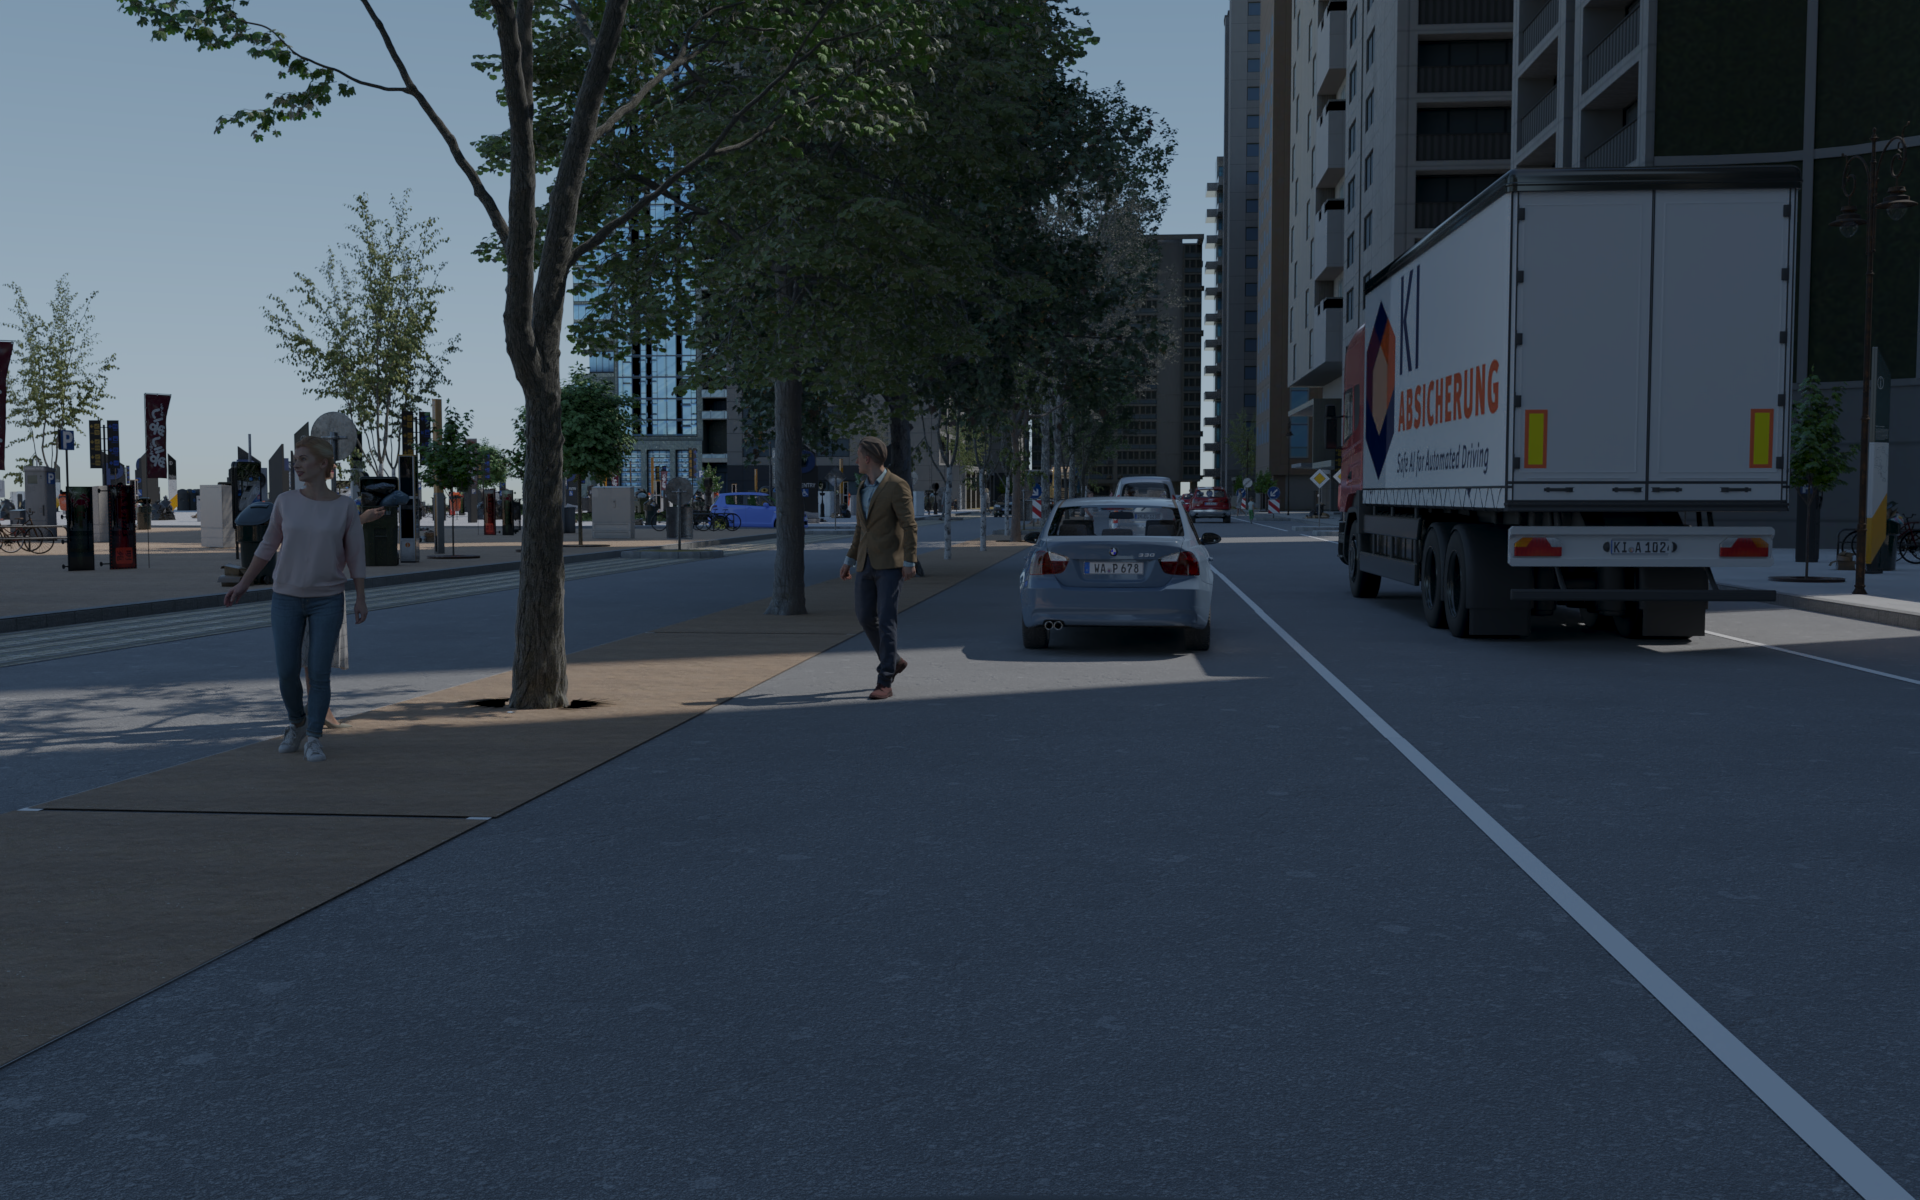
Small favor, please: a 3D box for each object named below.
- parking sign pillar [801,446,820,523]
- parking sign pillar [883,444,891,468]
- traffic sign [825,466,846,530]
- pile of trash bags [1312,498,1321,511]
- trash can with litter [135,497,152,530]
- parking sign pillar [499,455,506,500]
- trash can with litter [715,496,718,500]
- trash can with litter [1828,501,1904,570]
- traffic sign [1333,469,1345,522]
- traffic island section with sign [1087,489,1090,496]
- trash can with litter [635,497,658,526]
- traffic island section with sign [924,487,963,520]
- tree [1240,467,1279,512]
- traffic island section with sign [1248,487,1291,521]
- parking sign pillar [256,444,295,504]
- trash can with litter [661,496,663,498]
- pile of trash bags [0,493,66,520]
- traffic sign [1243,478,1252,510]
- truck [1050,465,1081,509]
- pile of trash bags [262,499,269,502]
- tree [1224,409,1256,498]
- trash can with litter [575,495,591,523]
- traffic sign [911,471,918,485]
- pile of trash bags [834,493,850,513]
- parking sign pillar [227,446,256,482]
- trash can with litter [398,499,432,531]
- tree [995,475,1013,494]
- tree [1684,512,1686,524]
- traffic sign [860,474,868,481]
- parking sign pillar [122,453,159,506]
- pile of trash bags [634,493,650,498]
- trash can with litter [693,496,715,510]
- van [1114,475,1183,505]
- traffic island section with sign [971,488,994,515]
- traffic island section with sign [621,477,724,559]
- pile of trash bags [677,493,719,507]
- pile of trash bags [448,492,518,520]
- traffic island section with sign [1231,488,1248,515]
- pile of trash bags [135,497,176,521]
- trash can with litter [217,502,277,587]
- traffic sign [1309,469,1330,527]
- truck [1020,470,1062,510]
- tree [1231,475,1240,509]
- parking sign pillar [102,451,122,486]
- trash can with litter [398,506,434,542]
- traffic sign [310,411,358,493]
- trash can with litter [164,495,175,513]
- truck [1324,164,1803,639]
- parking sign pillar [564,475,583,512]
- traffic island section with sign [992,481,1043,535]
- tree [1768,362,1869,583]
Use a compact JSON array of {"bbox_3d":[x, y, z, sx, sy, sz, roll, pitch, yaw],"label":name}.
[{"bbox_3d":[-6.924,-5.373,76.326,1.447,3.967,1.447,-2,4,-28],"label":"parking sign pillar"},{"bbox_3d":[-4.113,-6.181,89.527,1.447,3.967,1.447,-1,4,-18],"label":"parking sign pillar"},{"bbox_3d":[-4.446,-3.558,61.819,0.795,2.450,0.064,0,4,6],"label":"traffic sign"},{"bbox_3d":[27.000,-7.076,125.447,1.912,1.369,3.447,-1,4,-21],"label":"pile of trash bags"},{"bbox_3d":[-29.423,-3.108,62.204,0.624,1.170,1.055,-3,4,-39],"label":"trash can with litter"},{"bbox_3d":[-31.313,-7.956,118.551,1.447,3.967,1.447,-1,4,-12],"label":"parking sign pillar"},{"bbox_3d":[-18.499,-7.327,131.178,0.624,1.170,1.055,3,4,37],"label":"trash can with litter"},{"bbox_3d":[15.214,-1.082,29.084,1.055,1.170,0.624,1,4,19],"label":"trash can with litter"},{"bbox_3d":[13.308,-3.449,60.027,0.795,2.450,0.064,0,4,6],"label":"traffic sign"},{"bbox_3d":[10.449,-8.284,143.586,2.006,1.907,1.989,0,4,6],"label":"traffic island section with sign"},{"bbox_3d":[-12.814,-3.613,70.464,1.055,1.170,0.624,1,4,10],"label":"trash can with litter"},{"bbox_3d":[-0.853,-5.262,94.661,1.989,1.847,2.006,0,4,6],"label":"traffic island section with sign"},{"bbox_3d":[22.087,-8.136,127.625,1.663,3.219,1.824,0,3,0],"label":"tree"},{"bbox_3d":[16.595,-5.131,92.523,1.989,1.847,2.006,0,4,6],"label":"traffic island section with sign"},{"bbox_3d":[-36.634,-6.404,93.171,1.447,3.967,1.447,3,4,37],"label":"parking sign pillar"},{"bbox_3d":[-19.542,-6.183,112.143,2.233,1.210,1.678,0,4,5],"label":"trash can with litter"},{"bbox_3d":[-46.426,-4.713,86.804,3.447,1.369,1.912,-1,4,-20],"label":"pile of trash bags"},{"bbox_3d":[22.710,-8.364,136.858,0.768,2.556,0.104,1,4,10],"label":"traffic sign"},{"bbox_3d":[10.129,-10.890,166.968,2.839,4.237,11.283,0,4,7],"label":"truck"},{"bbox_3d":[-55.395,-7.709,135.799,1.912,1.369,3.447,0,4,-1],"label":"pile of trash bags"},{"bbox_3d":[24.469,-12.038,147.186,4.737,8.622,4.395,0,3,0],"label":"tree"},{"bbox_3d":[-17.538,-3.995,76.381,2.233,1.210,1.678,-2,4,-35],"label":"trash can with litter"},{"bbox_3d":[-2.697,-5.885,96.329,0.768,2.556,0.104,1,4,12],"label":"traffic sign"},{"bbox_3d":[-8.371,-6.274,112.327,1.912,1.369,3.447,3,5,39],"label":"pile of trash bags"},{"bbox_3d":[-39.924,-6.653,97.242,1.447,3.967,1.447,0,4,3],"label":"parking sign pillar"},{"bbox_3d":[-19.131,-3.021,60.452,1.678,1.210,2.233,-1,4,-9],"label":"trash can with litter"},{"bbox_3d":[4.203,-10.800,171.174,1.663,3.219,1.824,0,3,0],"label":"tree"},{"bbox_3d":[13.198,-2.260,31.560,1.663,3.219,1.824,0,3,0],"label":"tree"},{"bbox_3d":[-3.650,-4.044,69.764,0.795,2.450,0.064,0,4,6],"label":"traffic sign"},{"bbox_3d":[-42.238,-6.207,89.949,1.447,3.967,1.447,1,4,12],"label":"parking sign pillar"},{"bbox_3d":[-24.464,-7.618,134.307,1.912,1.369,3.447,-1,4,-22],"label":"pile of trash bags"},{"bbox_3d":[-14.794,-5.378,99.312,0.624,1.170,1.055,2,4,32],"label":"trash can with litter"},{"bbox_3d":[4.534,-2.190,42.822,2.013,2.044,4.112,0,4,4],"label":"van"},{"bbox_3d":[1.821,-6.904,121.503,1.989,1.847,2.006,0,4,6],"label":"traffic island section with sign"},{"bbox_3d":[-6.421,-1.862,39.077,1.989,1.847,2.006,0,4,6],"label":"traffic island section with sign"},{"bbox_3d":[-20.210,-7.553,133.246,3.447,1.369,1.912,0,4,2],"label":"pile of trash bags"},{"bbox_3d":[-23.726,-4.682,86.300,3.447,1.369,1.912,-2,4,-32],"label":"pile of trash bags"},{"bbox_3d":[19.380,-6.832,120.333,1.989,1.847,2.006,0,4,6],"label":"traffic island section with sign"},{"bbox_3d":[-40.213,-4.593,84.848,3.447,1.369,1.912,1,4,12],"label":"pile of trash bags"},{"bbox_3d":[-9.940,-0.792,24.342,0.624,1.170,1.055,0,4,7],"label":"trash can with litter"},{"bbox_3d":[14.103,-3.935,67.972,0.795,2.450,0.064,0,4,6],"label":"traffic sign"},{"bbox_3d":[6.605,-8.796,139.739,3.469,3.379,9.791,0,4,7],"label":"truck"},{"bbox_3d":[24.505,-9.558,150.875,1.663,3.219,1.824,0,3,0],"label":"tree"},{"bbox_3d":[-52.964,-7.339,108.460,1.447,3.967,1.447,-3,4,-38],"label":"parking sign pillar"},{"bbox_3d":[-14.422,-2.119,46.036,0.624,1.170,1.055,3,5,40],"label":"trash can with litter"},{"bbox_3d":[-9.661,-1.628,26.723,0.768,2.556,0.104,0,4,8],"label":"traffic sign"},{"bbox_3d":[-52.984,-6.404,115.755,1.678,1.210,2.233,-2,4,-27],"label":"trash can with litter"},{"bbox_3d":[6.338,-1.928,20.436,2.839,4.237,11.283,0,4,4],"label":"truck"},{"bbox_3d":[-27.984,-8.359,125.149,1.447,3.967,1.447,2,4,30],"label":"parking sign pillar"},{"bbox_3d":[2.224,-3.261,61.450,2.006,1.907,1.989,0,4,6],"label":"traffic island section with sign"},{"bbox_3d":[12.606,-1.888,25.469,1.663,3.219,1.824,0,3,0],"label":"tree"}]
